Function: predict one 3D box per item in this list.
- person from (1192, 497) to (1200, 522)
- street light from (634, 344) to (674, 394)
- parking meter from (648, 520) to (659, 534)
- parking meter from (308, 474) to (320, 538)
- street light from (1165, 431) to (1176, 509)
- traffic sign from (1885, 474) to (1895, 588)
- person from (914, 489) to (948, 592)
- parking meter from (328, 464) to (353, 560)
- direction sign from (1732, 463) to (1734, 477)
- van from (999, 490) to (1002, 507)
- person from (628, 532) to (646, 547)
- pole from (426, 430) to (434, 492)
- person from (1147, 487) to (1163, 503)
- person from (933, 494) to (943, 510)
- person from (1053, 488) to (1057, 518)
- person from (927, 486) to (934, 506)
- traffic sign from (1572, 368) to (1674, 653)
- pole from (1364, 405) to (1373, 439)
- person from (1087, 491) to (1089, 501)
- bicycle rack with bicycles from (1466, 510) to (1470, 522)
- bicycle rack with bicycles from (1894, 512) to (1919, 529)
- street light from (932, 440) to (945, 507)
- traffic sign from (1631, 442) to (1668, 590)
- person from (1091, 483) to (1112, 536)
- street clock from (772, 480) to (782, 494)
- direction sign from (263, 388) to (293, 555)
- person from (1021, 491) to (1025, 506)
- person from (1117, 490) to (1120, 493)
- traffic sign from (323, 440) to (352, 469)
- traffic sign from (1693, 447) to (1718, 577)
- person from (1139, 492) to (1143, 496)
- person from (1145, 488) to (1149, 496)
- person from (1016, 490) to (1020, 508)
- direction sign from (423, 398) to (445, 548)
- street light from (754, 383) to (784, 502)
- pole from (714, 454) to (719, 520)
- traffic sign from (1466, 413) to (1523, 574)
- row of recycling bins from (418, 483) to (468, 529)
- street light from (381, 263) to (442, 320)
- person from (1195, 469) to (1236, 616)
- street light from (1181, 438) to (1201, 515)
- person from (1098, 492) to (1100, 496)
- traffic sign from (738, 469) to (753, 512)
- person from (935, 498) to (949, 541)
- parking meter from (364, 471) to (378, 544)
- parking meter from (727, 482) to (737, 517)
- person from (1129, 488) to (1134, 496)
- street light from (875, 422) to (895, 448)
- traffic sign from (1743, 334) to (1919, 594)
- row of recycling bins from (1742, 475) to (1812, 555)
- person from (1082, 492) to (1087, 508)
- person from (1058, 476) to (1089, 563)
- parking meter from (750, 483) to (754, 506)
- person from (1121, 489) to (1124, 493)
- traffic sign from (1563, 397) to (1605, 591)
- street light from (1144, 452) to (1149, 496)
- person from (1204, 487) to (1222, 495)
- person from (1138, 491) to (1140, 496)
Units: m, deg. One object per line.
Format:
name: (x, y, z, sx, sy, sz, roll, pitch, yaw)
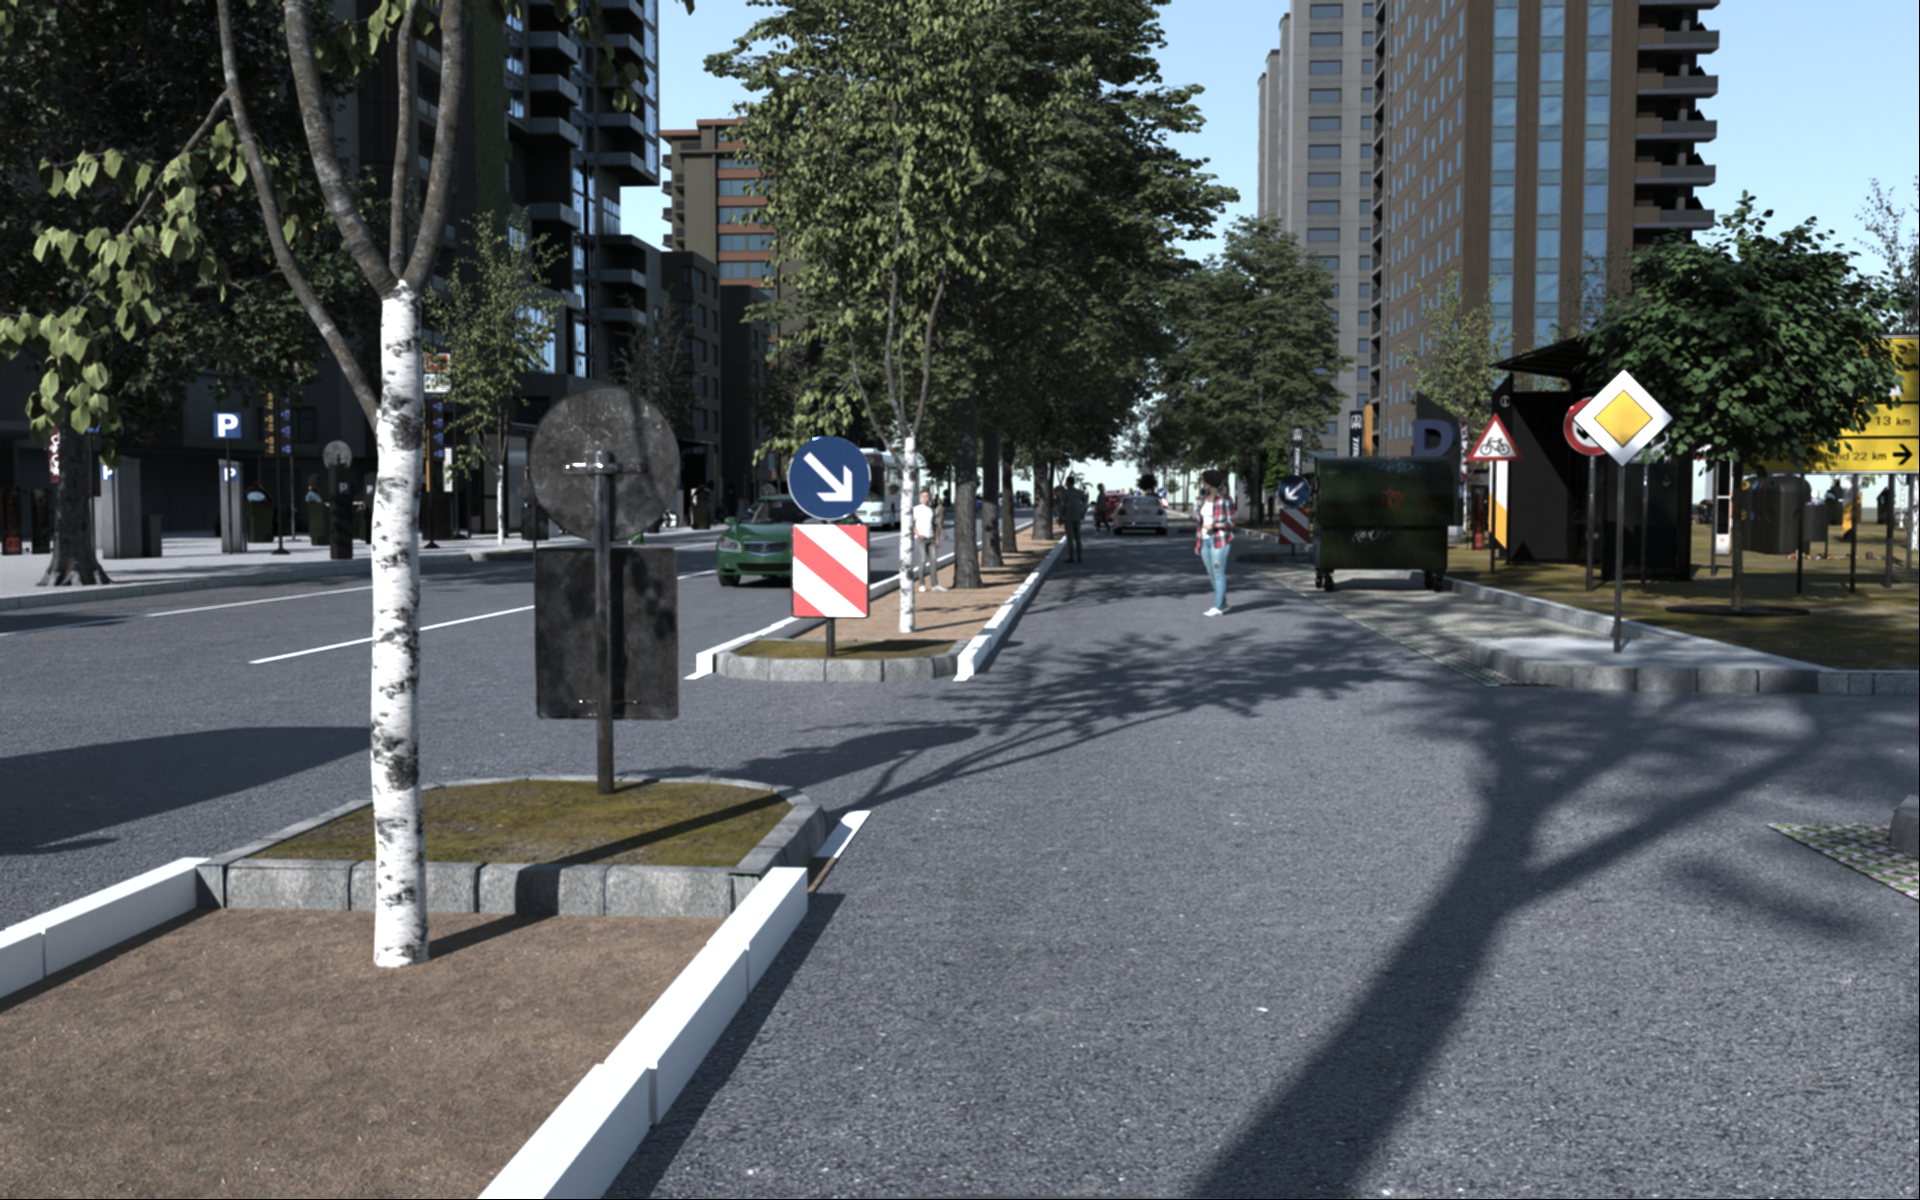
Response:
person: (11.982, -4.609, 88.142, 0.394, 1.301, 0.425, 3, 4, 38)
street light: (-9.579, -4.978, 53.931, 1.470, 5.913, 1.316, 0, 4, 5)
parking meter: (-9.981, -2.934, 56.385, 0.372, 1.533, 0.369, 0, 3, 0)
parking meter: (-19.087, -2.783, 51.212, 0.255, 1.863, 0.399, 0, 4, -3)
street light: (15.898, -9.454, 127.110, 1.470, 5.913, 1.316, 0, 4, 5)
traffic sign: (12.702, -1.438, 23.620, 0.768, 2.556, 0.104, 1, 4, 8)
person: (-0.475, -0.875, 25.394, 0.523, 1.515, 0.503, 2, 4, 25)
parking meter: (-12.132, -1.728, 33.963, 0.255, 1.863, 0.399, 3, 5, 42)
direction sign: (34.309, -5.247, 77.783, 0.876, 3.537, 0.379, 1, 4, 17)
van: (3.411, -9.281, 158.753, 2.013, 2.044, 4.112, 0, 4, 6)
person: (-8.459, -2.001, 45.467, 0.590, 1.304, 0.306, -3, 4, -37)
pole: (-16.787, -3.732, 54.860, 0.158, 3.312, 0.155, 0, 3, 0)
person: (10.225, -5.109, 92.035, 1.348, 1.823, 0.705, 2, 4, 31)
person: (-1.379, -5.440, 100.696, 1.065, 1.426, 0.557, -2, 4, -33)
person: (5.698, -5.927, 105.494, 1.348, 1.812, 0.705, 0, 3, 0)
person: (-1.522, -4.653, 84.775, 0.606, 1.804, 0.583, 1, 4, 18)
traffic sign: (5.313, -0.631, 13.951, 0.795, 2.450, 0.064, 0, 4, 5)
pole: (9.362, -2.811, 39.798, 0.158, 3.312, 0.155, 0, 3, 0)
person: (17.859, -14.332, 242.925, 0.705, 1.812, 1.348, 0, 4, -6)
bicycle rack with bicycles: (21.350, -3.935, 77.727, 2.925, 0.926, 2.852, 1, 4, 20)
bicycle rack with bicycles: (35.139, -2.978, 62.072, 2.925, 0.926, 2.852, -1, 4, -16)
street light: (-1.809, -10.845, 149.857, 1.470, 5.913, 1.316, 0, 4, 5)
traffic sign: (9.110, -1.279, 23.037, 0.606, 2.300, 0.079, 1, 4, 9)
person: (4.840, -3.083, 59.082, 0.728, 1.800, 0.709, 0, 4, 7)
street clock: (-9.183, -5.048, 87.103, 0.471, 2.002, 0.358, -1, 4, -17)
direction sign: (-14.448, -2.737, 36.742, 0.876, 3.537, 0.379, 2, 4, 31)
person: (7.232, -11.741, 200.993, 0.721, 1.766, 1.217, 1, 4, 15)
person: (11.609, -7.228, 127.461, 1.217, 1.735, 0.721, 2, 4, 31)
traffic sign: (-14.750, -2.502, 41.014, 0.768, 2.556, 0.104, 1, 4, 13)
traffic sign: (11.698, -1.641, 26.836, 0.884, 2.594, 0.081, 1, 4, 14)
person: (8.482, -4.272, 80.941, 0.523, 1.515, 0.503, 2, 4, 31)
person: (11.278, -5.838, 104.042, 0.705, 1.812, 1.348, 0, 4, -2)
person: (6.108, -10.653, 182.689, 0.705, 1.822, 1.348, 0, 4, 2)
direction sign: (-12.520, -2.994, 40.956, 0.876, 3.537, 0.379, 2, 4, 26)
street light: (-8.089, -6.137, 72.886, 1.470, 5.913, 1.316, 0, 4, 5)
pole: (-12.250, -5.705, 87.117, 0.158, 3.312, 0.155, 0, 3, 0)
traffic sign: (8.590, -1.704, 27.869, 0.884, 2.594, 0.081, 1, 4, 11)
row of recycling bins: (-18.569, -3.472, 63.876, 3.534, 1.692, 1.069, -3, 4, -37)
street light: (-11.106, -3.819, 34.980, 1.470, 5.913, 1.316, 0, 4, 5)
person: (3.039, -0.680, 20.457, 0.643, 1.720, 0.563, -2, 4, -34)
street light: (14.437, -8.285, 107.995, 1.470, 5.913, 1.316, 0, 4, 5)
person: (15.735, -11.246, 193.158, 1.217, 1.735, 0.721, -3, 5, -41)
traffic sign: (-10.717, -5.272, 86.303, 0.768, 2.556, 0.104, 1, 4, 9)
person: (-0.612, -2.440, 52.659, 0.640, 1.303, 0.475, 2, 4, 24)
parking meter: (-15.059, -2.368, 44.434, 0.399, 1.863, 0.255, 1, 4, 21)
parking meter: (-10.940, -4.736, 83.140, 0.399, 1.863, 0.255, 0, 4, 4)
person: (11.196, -6.432, 113.759, 0.705, 1.812, 1.348, -1, 4, -17)
street light: (-4.873, -8.484, 111.261, 1.470, 5.913, 1.316, 0, 4, 5)
traffic sign: (11.184, -1.737, 22.271, 2.265, 3.308, 0.079, 1, 4, 9)
row of recycling bins: (17.884, -1.894, 38.078, 1.069, 1.692, 3.534, 1, 4, 12)
person: (11.062, -8.854, 154.180, 0.541, 1.710, 0.530, 1, 4, 19)
person: (2.359, -1.689, 36.219, 0.635, 1.810, 0.391, -2, 4, -32)
parking meter: (-10.560, -5.048, 88.250, 0.255, 1.863, 0.399, -1, 4, -12)
person: (9.765, -5.800, 103.882, 0.990, 1.755, 0.434, 1, 4, 20)
traffic sign: (8.306, -1.387, 22.784, 0.768, 2.556, 0.104, 0, 4, 6)
street light: (21.063, -13.279, 189.646, 1.470, 5.913, 1.316, 0, 4, 5)
person: (6.507, -2.176, 44.177, 0.679, 1.850, 0.850, 2, 4, 32)
person: (21.225, -12.028, 205.021, 0.709, 1.838, 0.599, 1, 4, 21)
